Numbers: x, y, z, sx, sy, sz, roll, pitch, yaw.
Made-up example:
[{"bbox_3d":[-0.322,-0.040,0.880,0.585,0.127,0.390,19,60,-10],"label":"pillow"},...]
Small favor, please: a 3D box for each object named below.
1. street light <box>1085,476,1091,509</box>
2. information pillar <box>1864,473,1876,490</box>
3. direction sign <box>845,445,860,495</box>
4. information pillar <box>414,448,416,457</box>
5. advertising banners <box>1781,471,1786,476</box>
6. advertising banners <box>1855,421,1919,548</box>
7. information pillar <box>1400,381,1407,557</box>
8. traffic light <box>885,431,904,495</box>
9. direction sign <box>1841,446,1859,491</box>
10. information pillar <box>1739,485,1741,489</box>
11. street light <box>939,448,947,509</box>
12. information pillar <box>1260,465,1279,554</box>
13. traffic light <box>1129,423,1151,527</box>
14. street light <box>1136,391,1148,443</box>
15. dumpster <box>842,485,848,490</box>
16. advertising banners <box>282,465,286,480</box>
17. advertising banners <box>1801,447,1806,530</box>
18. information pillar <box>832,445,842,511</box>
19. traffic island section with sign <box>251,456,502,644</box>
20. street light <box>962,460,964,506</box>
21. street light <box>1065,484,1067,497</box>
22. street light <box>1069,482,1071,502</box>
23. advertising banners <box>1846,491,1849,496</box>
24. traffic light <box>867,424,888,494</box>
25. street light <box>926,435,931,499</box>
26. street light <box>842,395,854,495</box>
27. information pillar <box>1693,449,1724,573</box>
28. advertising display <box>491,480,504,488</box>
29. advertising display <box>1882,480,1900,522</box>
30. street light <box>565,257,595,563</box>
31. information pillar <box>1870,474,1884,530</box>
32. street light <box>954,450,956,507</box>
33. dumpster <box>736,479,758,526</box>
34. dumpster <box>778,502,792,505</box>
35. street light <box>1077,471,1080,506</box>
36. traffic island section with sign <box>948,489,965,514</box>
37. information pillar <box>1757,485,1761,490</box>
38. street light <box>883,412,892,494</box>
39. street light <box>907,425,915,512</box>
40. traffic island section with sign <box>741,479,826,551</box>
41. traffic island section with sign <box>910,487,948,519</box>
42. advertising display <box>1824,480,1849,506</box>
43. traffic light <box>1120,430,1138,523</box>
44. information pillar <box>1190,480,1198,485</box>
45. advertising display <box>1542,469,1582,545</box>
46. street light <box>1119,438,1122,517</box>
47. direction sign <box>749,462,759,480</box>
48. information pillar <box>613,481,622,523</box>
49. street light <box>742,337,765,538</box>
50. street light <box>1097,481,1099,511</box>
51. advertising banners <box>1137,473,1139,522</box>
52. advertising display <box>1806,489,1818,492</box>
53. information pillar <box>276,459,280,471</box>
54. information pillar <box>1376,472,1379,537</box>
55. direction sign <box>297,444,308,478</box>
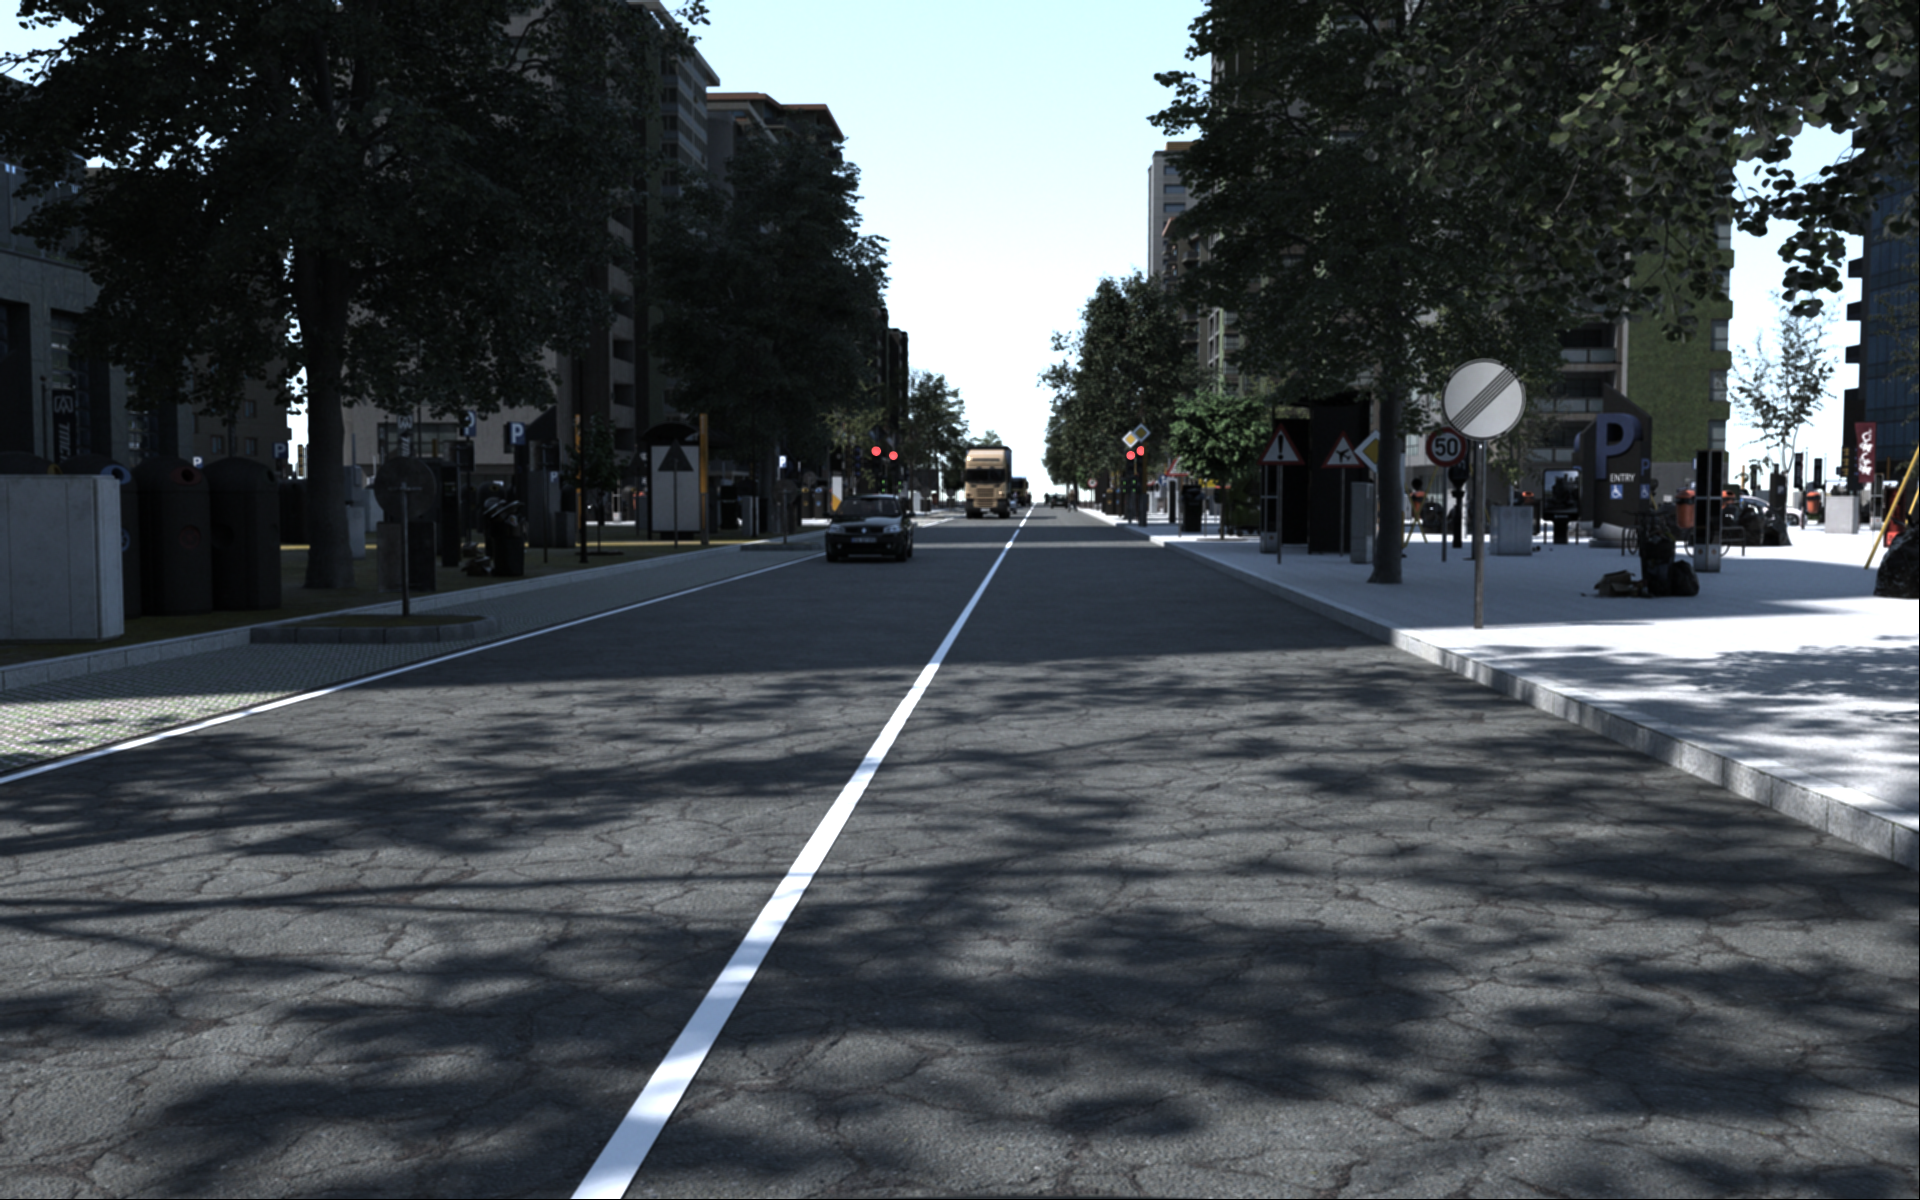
[{"bbox_3d":[12.417,-12.136,171.213,0.468,5.910,1.993,0,4,3],"label":"street light"},{"bbox_3d":[42.992,-5.535,81.859,0.183,3.616,0.504,-3,4,-36],"label":"information pillar"},{"bbox_3d":[-4.959,-5.389,80.105,0.876,3.537,0.379,-3,5,-41],"label":"direction sign"},{"bbox_3d":[-27.671,-5.905,87.894,0.183,3.616,0.504,0,4,-1],"label":"information pillar"},{"bbox_3d":[61.766,-8.265,131.322,2.074,3.025,0.090,-1,4,-13],"label":"advertising banners"},{"bbox_3d":[22.315,-2.755,41.227,0.090,3.025,2.074,-3,5,-39],"label":"advertising banners"},{"bbox_3d":[8.781,-2.667,34.966,0.504,3.616,0.183,-1,4,-22],"label":"information pillar"},{"bbox_3d":[-2.910,-5.377,76.834,0.839,4.253,0.868,0,4,3],"label":"traffic light"},{"bbox_3d":[41.718,-5.450,81.097,0.876,3.537,0.379,2,4,30],"label":"direction sign"},{"bbox_3d":[65.792,-8.684,146.468,0.304,2.012,0.304,0,4,3],"label":"information pillar"},{"bbox_3d":[-1.442,-11.087,154.051,0.468,5.910,1.993,0,4,3],"label":"street light"},{"bbox_3d":[6.683,-2.013,37.410,0.304,2.012,0.304,-1,4,-11],"label":"information pillar"},{"bbox_3d":[7.118,-4.860,68.390,0.839,4.253,0.868,0,4,3],"label":"traffic light"},{"bbox_3d":[8.051,-6.360,76.780,0.468,5.910,1.993,0,4,3],"label":"street light"},{"bbox_3d":[-7.284,-6.291,108.618,1.264,1.857,1.865,0,4,3],"label":"dumpster"},{"bbox_3d":[-40.115,-6.570,103.610,0.090,3.025,2.074,0,4,0],"label":"advertising banners"},{"bbox_3d":[30.850,-4.109,63.372,0.090,3.025,2.074,2,4,23],"label":"advertising banners"},{"bbox_3d":[-5.808,-5.550,82.101,0.504,3.616,0.183,0,4,-3],"label":"information pillar"},{"bbox_3d":[-5.738,-0.536,17.395,1.989,1.847,2.006,0,4,3],"label":"traffic island section with sign"},{"bbox_3d":[0.347,-13.333,190.782,0.468,5.910,1.993,0,4,3],"label":"street light"},{"bbox_3d":[17.930,-19.467,291.080,0.468,5.910,1.993,0,4,3],"label":"street light"},{"bbox_3d":[15.430,-16.107,236.129,0.468,5.910,1.993,0,4,3],"label":"street light"},{"bbox_3d":[32.788,-4.102,63.257,2.074,3.025,0.090,-3,5,-45],"label":"advertising banners"},{"bbox_3d":[-3.283,-4.889,68.858,0.839,4.253,0.868,0,4,3],"label":"traffic light"},{"bbox_3d":[-2.315,-9.757,132.310,0.468,5.910,1.993,0,4,3],"label":"street light"},{"bbox_3d":[-4.955,-6.384,77.174,0.468,5.910,1.993,0,4,3],"label":"street light"},{"bbox_3d":[12.277,-1.463,28.417,0.304,2.012,0.304,-1,4,-22],"label":"information pillar"},{"bbox_3d":[-21.608,-4.632,80.948,0.123,1.923,0.974,1,4,17],"label":"advertising display"},{"bbox_3d":[42.256,-4.507,78.911,0.123,1.923,0.974,-3,4,-38],"label":"advertising display"},{"bbox_3d":[-7.006,-3.626,32.076,0.468,5.910,1.993,0,4,3],"label":"street light"},{"bbox_3d":[32.950,-3.533,62.258,0.304,2.012,0.304,0,4,5],"label":"information pillar"},{"bbox_3d":[-0.502,-12.213,172.466,0.468,5.910,1.993,0,4,3],"label":"street light"},{"bbox_3d":[-8.294,-3.870,69.034,1.264,1.857,1.865,0,4,3],"label":"dumpster"},{"bbox_3d":[-8.486,-4.750,83.428,1.264,1.857,1.865,0,4,3],"label":"dumpster"},{"bbox_3d":[14.125,-14.410,208.392,0.468,5.910,1.993,0,4,3],"label":"street light"},{"bbox_3d":[-0.626,-7.226,126.777,1.989,1.847,2.006,0,4,3],"label":"traffic island section with sign"},{"bbox_3d":[64.936,-8.337,140.800,0.304,2.012,0.304,2,4,24],"label":"information pillar"},{"bbox_3d":[-4.017,-7.504,95.486,0.468,5.910,1.993,0,4,3],"label":"street light"},{"bbox_3d":[-3.209,-8.625,113.804,0.468,5.910,1.993,0,4,3],"label":"street light"},{"bbox_3d":[-4.483,-2.183,44.321,1.989,1.847,2.006,0,4,3],"label":"traffic island section with sign"},{"bbox_3d":[-1.900,-5.548,99.334,1.989,1.847,2.006,0,4,3],"label":"traffic island section with sign"},{"bbox_3d":[40.046,-4.523,79.158,0.974,1.923,0.123,3,5,44],"label":"advertising display"},{"bbox_3d":[7.491,-5.348,76.366,0.839,4.253,0.868,0,4,3],"label":"traffic light"},{"bbox_3d":[12.513,-5.396,92.709,0.304,2.012,0.304,-3,5,-44],"label":"information pillar"},{"bbox_3d":[15.385,-2.390,44.294,0.974,1.923,0.123,3,5,43],"label":"advertising display"},{"bbox_3d":[8.881,-7.522,95.771,0.468,5.910,1.993,0,4,3],"label":"street light"},{"bbox_3d":[-14.376,-7.923,121.543,0.876,3.537,0.379,-2,4,-30],"label":"direction sign"},{"bbox_3d":[-15.368,-4.470,77.582,0.304,2.012,0.304,1,4,10],"label":"information pillar"},{"bbox_3d":[-6.075,-4.784,51.012,0.468,5.910,1.993,0,4,3],"label":"street light"},{"bbox_3d":[10.585,-9.783,132.743,0.468,5.910,1.993,0,4,3],"label":"street light"},{"bbox_3d":[8.161,-5.094,79.478,0.090,3.025,2.074,0,4,6],"label":"advertising banners"},{"bbox_3d":[71.904,-8.632,146.340,0.974,1.923,0.123,2,4,35],"label":"advertising display"},{"bbox_3d":[-39.840,-6.728,101.354,0.183,3.616,0.504,0,4,5],"label":"information pillar"},{"bbox_3d":[11.726,-2.661,47.992,0.304,2.012,0.304,0,4,4],"label":"information pillar"},{"bbox_3d":[-29.584,-5.276,78.266,0.876,3.537,0.379,2,4,27],"label":"direction sign"}]
